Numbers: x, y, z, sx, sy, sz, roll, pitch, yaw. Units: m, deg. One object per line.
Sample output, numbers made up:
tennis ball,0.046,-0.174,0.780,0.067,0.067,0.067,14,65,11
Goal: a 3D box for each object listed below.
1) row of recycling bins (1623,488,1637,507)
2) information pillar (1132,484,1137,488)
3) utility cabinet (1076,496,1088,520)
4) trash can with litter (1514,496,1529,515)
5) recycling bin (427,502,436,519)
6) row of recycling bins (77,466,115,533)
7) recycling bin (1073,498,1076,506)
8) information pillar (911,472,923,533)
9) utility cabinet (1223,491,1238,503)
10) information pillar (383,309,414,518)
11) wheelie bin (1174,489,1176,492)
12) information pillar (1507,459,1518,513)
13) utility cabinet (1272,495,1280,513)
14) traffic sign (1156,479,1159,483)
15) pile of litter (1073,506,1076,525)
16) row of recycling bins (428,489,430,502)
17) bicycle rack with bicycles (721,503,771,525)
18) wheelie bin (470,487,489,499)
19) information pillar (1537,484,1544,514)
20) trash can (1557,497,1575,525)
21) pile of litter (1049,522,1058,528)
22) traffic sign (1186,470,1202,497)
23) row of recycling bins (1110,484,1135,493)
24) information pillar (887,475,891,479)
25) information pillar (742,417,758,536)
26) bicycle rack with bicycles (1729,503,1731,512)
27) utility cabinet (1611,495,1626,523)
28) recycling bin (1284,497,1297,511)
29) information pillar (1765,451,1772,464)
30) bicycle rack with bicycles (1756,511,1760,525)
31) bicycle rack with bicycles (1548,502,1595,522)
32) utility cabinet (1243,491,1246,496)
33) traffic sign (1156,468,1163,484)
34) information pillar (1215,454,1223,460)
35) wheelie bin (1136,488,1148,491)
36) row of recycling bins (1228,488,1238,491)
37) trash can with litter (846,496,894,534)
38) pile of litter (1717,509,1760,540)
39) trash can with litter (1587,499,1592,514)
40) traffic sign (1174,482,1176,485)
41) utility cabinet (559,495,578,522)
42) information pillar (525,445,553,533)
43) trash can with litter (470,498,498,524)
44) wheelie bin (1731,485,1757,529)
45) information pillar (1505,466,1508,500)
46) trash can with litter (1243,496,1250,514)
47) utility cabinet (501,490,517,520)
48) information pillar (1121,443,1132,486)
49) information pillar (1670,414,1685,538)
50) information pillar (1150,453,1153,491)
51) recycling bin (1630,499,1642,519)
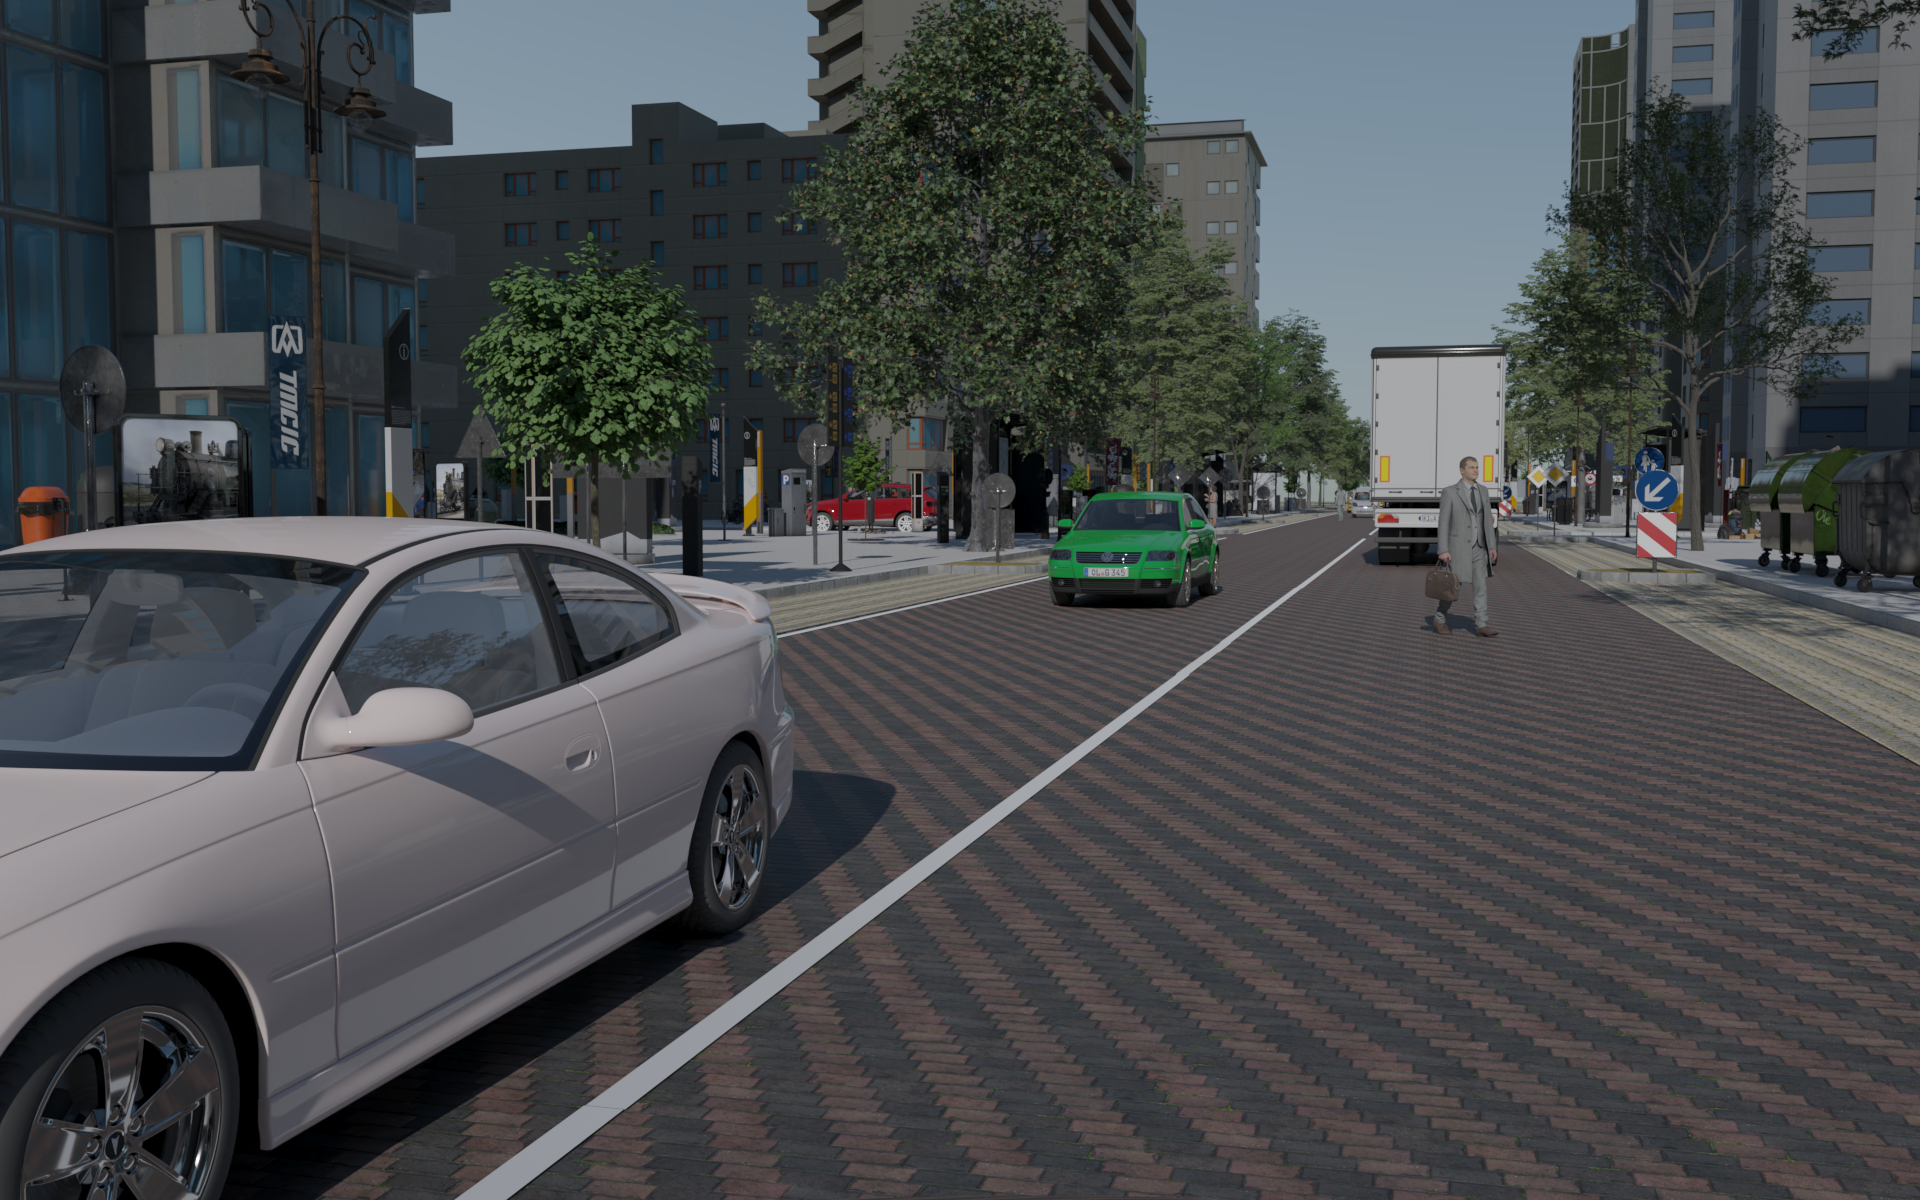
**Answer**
row of recycling bins,43.007,-6.362,111.135,1.069,1.692,3.534,2,4,23
information pillar,12.212,-7.133,121.119,0.304,2.012,0.304,0,4,-8
utility cabinet,3.705,-2.550,52.852,0.306,1.237,1.020,1,4,8
trash can with litter,35.242,-5.930,108.345,1.055,1.170,0.624,0,4,1
recycling bin,-16.529,-2.596,55.001,0.722,1.027,0.722,-2,4,-33
row of recycling bins,-12.767,-1.203,26.787,1.069,1.692,3.534,-1,4,-13
recycling bin,7.101,-6.034,111.209,0.722,1.027,0.722,0,4,-1
information pillar,-1.434,-3.266,57.895,0.304,2.012,0.304,-1,4,-21
utility cabinet,17.230,-6.242,110.734,1.173,1.500,0.318,2,4,24
information pillar,-7.038,-1.859,21.754,0.183,3.616,0.504,1,4,15
wheelie bin,14.038,-6.529,114.652,0.980,1.594,0.693,-3,5,-45
information pillar,37.041,-7.610,115.780,0.504,3.616,0.183,-2,4,-25
utility cabinet,20.894,-6.406,115.896,1.020,1.237,0.306,-1,4,-11
traffic sign,10.485,-5.413,89.691,0.795,2.450,0.064,1,4,23
pile of litter,4.689,-3.648,73.606,1.176,0.858,1.719,0,4,4
row of recycling bins,-43.178,-8.404,144.525,1.069,1.692,3.534,3,4,39
bicycle rack with bicycles,-8.860,-3.641,72.913,2.852,0.926,2.925,3,5,45
wheelie bin,-22.559,-4.492,81.357,0.693,1.594,0.980,1,4,14
information pillar,36.691,-6.423,109.514,0.304,2.012,0.304,0,4,5
trash can,25.194,-3.699,72.125,0.748,1.137,0.748,0,3,0
pile of litter,2.901,-3.117,64.933,1.719,0.858,1.176,1,4,15
traffic sign,12.069,-5.471,89.456,0.884,2.594,0.081,2,4,25
row of recycling bins,6.636,-3.874,70.445,1.069,1.692,3.534,0,4,3
information pillar,-2.895,-3.833,67.165,0.304,2.012,0.304,-2,4,-30
information pillar,-6.367,-3.746,52.599,0.504,3.616,0.183,2,4,32
bicycle rack with bicycles,30.877,-3.678,73.521,2.852,0.926,2.925,3,5,43
utility cabinet,29.063,-4.000,76.557,1.020,1.237,0.306,-3,5,-42
recycling bin,25.782,-7.501,135.195,0.722,1.027,0.722,3,5,43
information pillar,43.793,-6.272,93.898,0.504,3.616,0.183,-3,4,-36
bicycle rack with bicycles,37.351,-3.976,78.389,2.925,0.926,2.852,-1,4,-17
bicycle rack with bicycles,28.327,-4.040,79.434,2.925,0.926,2.852,1,4,9
utility cabinet,18.917,-6.618,116.880,1.173,1.500,0.318,-2,4,-34
traffic sign,9.918,-5.170,84.638,0.768,2.556,0.104,1,4,22
information pillar,14.369,-6.408,96.119,0.504,3.616,0.183,3,4,36
wheelie bin,9.964,-5.343,95.262,0.980,1.594,0.693,1,4,17
row of recycling bins,18.605,-7.020,121.889,1.069,1.692,3.534,-1,4,-17
trash can with litter,-2.943,-2.773,56.398,1.678,1.210,2.233,-1,4,-12
pile of litter,22.298,-2.158,49.256,1.719,0.858,1.176,-1,4,-12
trash can with litter,40.327,-6.096,111.057,1.055,1.170,0.624,2,4,27
traffic sign,11.959,-5.939,97.203,0.768,2.556,0.104,1,4,19
utility cabinet,-17.478,-4.061,77.553,1.020,1.237,0.306,3,4,36
information pillar,-5.977,-1.230,24.607,0.304,2.012,0.304,-2,4,-35
trash can with litter,-11.654,-1.940,43.114,0.624,1.170,1.055,-3,4,-39
wheelie bin,28.556,-3.362,62.878,0.980,1.594,0.693,0,4,-3
information pillar,39.161,-8.114,124.013,0.183,3.616,0.504,3,4,38
trash can with litter,18.378,-6.175,112.347,0.624,1.170,1.055,2,4,29
utility cabinet,-21.915,-4.616,84.149,0.318,1.500,1.173,1,4,8
information pillar,7.152,-5.085,74.502,0.504,3.616,0.183,-2,4,-23
information pillar,20.914,-3.620,50.547,0.183,3.616,0.504,-1,4,-14
information pillar,10.662,-6.431,96.502,0.183,3.616,0.504,0,4,-1
recycling bin,34.499,-4.629,88.241,0.722,1.027,0.722,0,4,5
